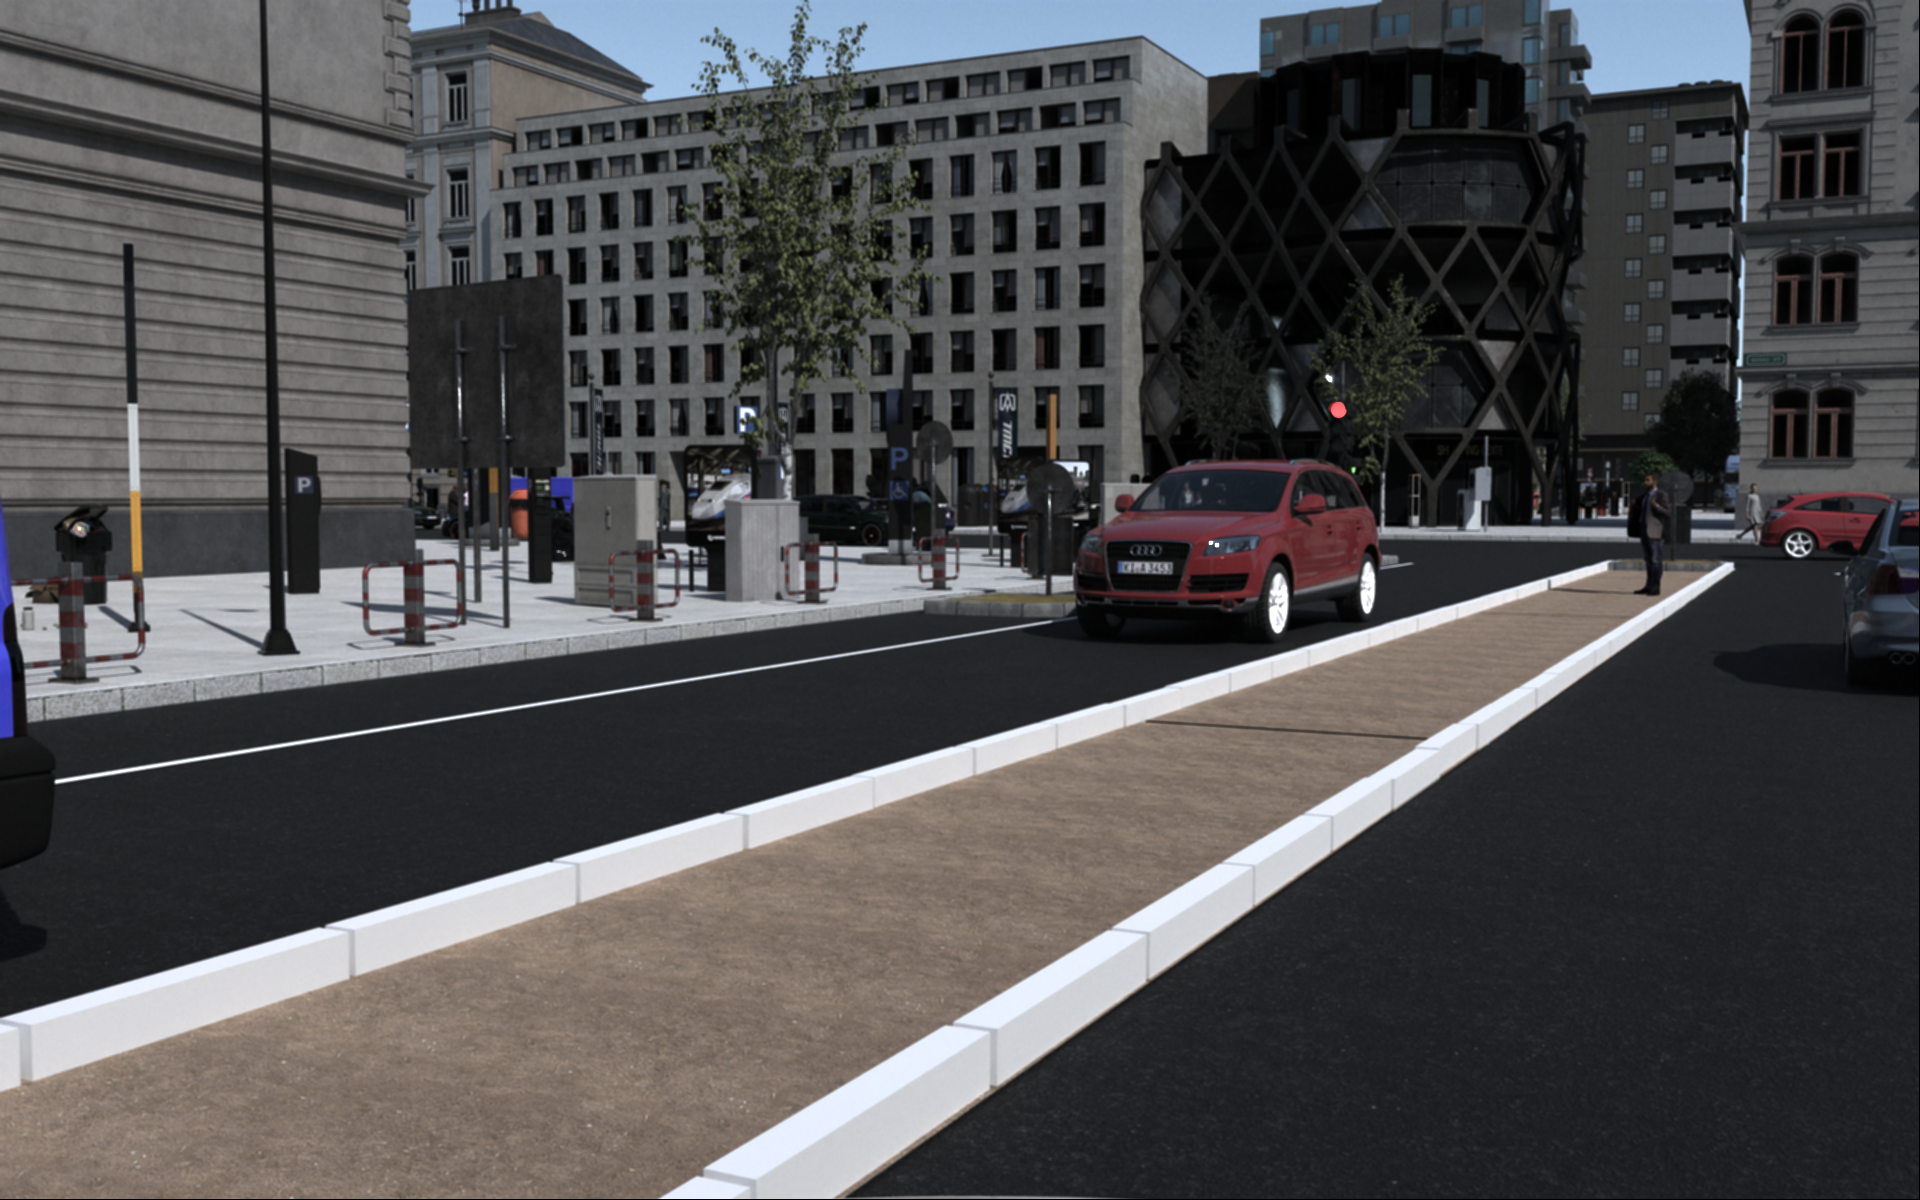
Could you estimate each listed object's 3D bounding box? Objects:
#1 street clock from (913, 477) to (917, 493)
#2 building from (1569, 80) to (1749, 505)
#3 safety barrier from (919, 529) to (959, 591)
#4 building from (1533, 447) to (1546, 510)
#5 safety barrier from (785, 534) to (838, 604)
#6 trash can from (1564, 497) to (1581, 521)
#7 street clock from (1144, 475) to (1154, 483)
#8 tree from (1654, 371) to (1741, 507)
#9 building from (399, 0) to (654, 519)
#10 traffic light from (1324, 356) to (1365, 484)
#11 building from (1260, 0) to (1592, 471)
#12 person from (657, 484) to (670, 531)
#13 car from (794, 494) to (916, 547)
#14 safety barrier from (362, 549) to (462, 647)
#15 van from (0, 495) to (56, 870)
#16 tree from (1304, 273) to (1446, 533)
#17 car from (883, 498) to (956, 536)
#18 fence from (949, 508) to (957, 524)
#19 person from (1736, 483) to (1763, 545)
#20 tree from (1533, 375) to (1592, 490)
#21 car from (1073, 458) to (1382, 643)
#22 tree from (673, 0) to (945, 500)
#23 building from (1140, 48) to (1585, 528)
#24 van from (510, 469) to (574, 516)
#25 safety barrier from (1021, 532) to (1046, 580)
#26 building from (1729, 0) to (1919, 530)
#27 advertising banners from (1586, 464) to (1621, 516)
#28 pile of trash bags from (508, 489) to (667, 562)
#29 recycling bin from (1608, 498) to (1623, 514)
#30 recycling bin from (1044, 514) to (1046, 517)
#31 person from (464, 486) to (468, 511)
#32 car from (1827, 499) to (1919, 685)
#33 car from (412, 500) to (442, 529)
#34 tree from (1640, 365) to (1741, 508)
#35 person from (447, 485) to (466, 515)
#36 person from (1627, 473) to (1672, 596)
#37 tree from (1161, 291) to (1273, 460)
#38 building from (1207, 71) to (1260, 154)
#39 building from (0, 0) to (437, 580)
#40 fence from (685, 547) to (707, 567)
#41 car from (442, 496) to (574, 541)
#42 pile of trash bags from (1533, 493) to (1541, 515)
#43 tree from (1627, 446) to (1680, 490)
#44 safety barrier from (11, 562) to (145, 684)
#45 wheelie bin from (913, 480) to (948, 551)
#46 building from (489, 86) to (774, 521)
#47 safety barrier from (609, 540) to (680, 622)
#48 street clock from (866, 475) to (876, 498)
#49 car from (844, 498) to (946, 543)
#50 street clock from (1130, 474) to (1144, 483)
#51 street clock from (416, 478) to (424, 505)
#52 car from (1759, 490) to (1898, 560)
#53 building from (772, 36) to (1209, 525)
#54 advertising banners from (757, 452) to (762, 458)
[{"bbox_3d":[-2.048,-4.163,72.627,0.471,2.002,0.358,2,4,32],"label":"street clock"},{"bbox_3d":[88.516,-38.832,224.142,27.495,52.752,28.713,2,4,27],"label":"building"},{"bbox_3d":[-0.276,-0.541,23.117,0.300,0.817,1.120,2,4,27],"label":"safety barrier"},{"bbox_3d":[31.634,-18.065,140.400,27.650,21.520,28.899,2,4,27],"label":"building"},{"bbox_3d":[-1.731,-0.367,20.276,0.300,0.817,1.120,2,4,27],"label":"safety barrier"},{"bbox_3d":[28.811,-4.272,81.505,0.748,1.137,0.748,0,3,0],"label":"trash can"},{"bbox_3d":[7.185,-3.775,66.299,0.471,2.002,0.358,1,4,11],"label":"street clock"},{"bbox_3d":[74.066,-15.969,171.465,12.009,13.543,11.850,0,3,0],"label":"tree"},{"bbox_3d":[-29.402,-19.052,97.404,20.117,28.700,13.634,2,4,27],"label":"building"},{"bbox_3d":[7.778,-2.833,35.239,0.839,4.253,0.868,2,4,27],"label":"traffic light"},{"bbox_3d":[44.556,-33.605,169.047,30.456,49.044,23.786,2,4,27],"label":"building"},{"bbox_3d":[-11.501,-3.553,66.773,0.590,1.801,0.661,0,4,7],"label":"person"},{"bbox_3d":[-3.051,-2.316,47.661,4.222,1.686,2.009,2,4,28],"label":"car"},{"bbox_3d":[-4.607,-0.021,14.618,0.300,0.817,1.120,2,4,27],"label":"safety barrier"},{"bbox_3d":[-4.650,0.076,3.150,2.240,2.365,5.245,2,4,28],"label":"van"},{"bbox_3d":[13.807,-6.547,57.402,4.737,8.622,4.395,0,3,0],"label":"tree"},{"bbox_3d":[-2.154,-2.575,54.676,3.894,1.354,1.945,2,4,27],"label":"car"},{"bbox_3d":[-0.642,-3.622,70.425,2.264,1.192,0.480,0,4,-5],"label":"fence"},{"bbox_3d":[22.328,-2.424,48.880,0.760,1.731,0.466,2,4,28],"label":"person"},{"bbox_3d":[36.084,-9.452,104.903,4.737,8.622,4.395,0,3,0],"label":"tree"},{"bbox_3d":[2.985,-0.603,18.537,2.281,1.827,5.304,2,4,29],"label":"car"},{"bbox_3d":[-2.527,-4.656,26.482,4.737,8.622,4.395,0,3,0],"label":"tree"},{"bbox_3d":[18.002,-12.668,74.578,16.811,18.784,16.820,2,4,27],"label":"building"},{"bbox_3d":[-15.307,-3.557,62.537,5.245,2.365,2.240,2,4,28],"label":"van"},{"bbox_3d":[1.162,-0.714,25.952,0.300,0.817,1.120,2,4,27],"label":"safety barrier"},{"bbox_3d":[40.259,-16.747,61.205,23.554,28.519,14.401,2,4,27],"label":"building"},{"bbox_3d":[37.436,-6.403,100.873,2.074,3.025,0.090,3,5,42],"label":"advertising banners"},{"bbox_3d":[-7.249,-1.414,32.864,1.912,1.369,3.447,2,4,29],"label":"pile of trash bags"},{"bbox_3d":[41.796,-5.979,110.314,0.722,1.027,0.722,-2,4,-33],"label":"recycling bin"},{"bbox_3d":[1.371,-1.239,32.806,0.722,1.027,0.722,-1,4,-8],"label":"recycling bin"},{"bbox_3d":[-16.672,-3.018,58.780,0.756,1.711,0.436,-1,4,-19],"label":"person"},{"bbox_3d":[8.039,-0.111,13.824,2.014,1.417,4.499,2,4,26],"label":"car"},{"bbox_3d":[-23.221,-3.740,70.929,4.222,1.686,2.009,2,4,26],"label":"car"},{"bbox_3d":[65.335,-14.514,154.315,9.611,12.733,9.660,0,3,0],"label":"tree"},{"bbox_3d":[-16.622,-2.937,57.200,0.565,1.739,0.600,3,5,43],"label":"person"},{"bbox_3d":[9.690,-0.923,24.412,0.431,1.722,0.655,0,4,-8],"label":"person"},{"bbox_3d":[9.323,-6.840,62.190,4.360,8.622,3.978,0,3,0],"label":"tree"},{"bbox_3d":[26.598,-32.614,183.346,14.200,45.320,14.600,2,4,27],"label":"building"},{"bbox_3d":[-20.285,-12.341,30.658,19.941,23.489,11.050,2,4,27],"label":"building"},{"bbox_3d":[-4.487,-1.250,31.648,0.480,1.192,2.264,0,4,6],"label":"fence"},{"bbox_3d":[-13.383,-2.543,51.370,4.222,1.686,2.009,2,4,26],"label":"car"},{"bbox_3d":[37.290,-6.098,109.453,3.447,1.369,1.912,-2,4,-31],"label":"pile of trash bags"},{"bbox_3d":[46.890,-8.151,116.976,4.285,4.588,4.351,0,3,0],"label":"tree"},{"bbox_3d":[-6.045,0.152,11.790,0.300,0.817,1.120,2,4,27],"label":"safety barrier"},{"bbox_3d":[-0.711,-1.928,39.424,0.693,1.594,0.980,1,4,22],"label":"wheelie bin"},{"bbox_3d":[-13.624,-14.242,87.613,16.860,20.320,10.420,2,4,27],"label":"building"},{"bbox_3d":[-3.170,-0.194,17.448,0.300,0.817,1.120,2,4,27],"label":"safety barrier"},{"bbox_3d":[-3.361,-3.708,65.191,0.358,2.002,0.471,-1,4,-23],"label":"street clock"},{"bbox_3d":[-2.415,-2.280,49.854,3.894,1.354,1.945,2,4,27],"label":"car"},{"bbox_3d":[6.417,-3.606,63.532,0.358,2.002,0.471,2,4,24],"label":"street clock"},{"bbox_3d":[-24.810,-4.589,79.595,0.358,2.002,0.471,-1,4,-20],"label":"street clock"},{"bbox_3d":[19.807,-1.744,37.555,4.494,1.783,2.155,2,4,26],"label":"car"},{"bbox_3d":[1.539,-13.733,79.290,16.860,20.320,10.420,2,4,27],"label":"building"},{"bbox_3d":[-9.105,-4.569,70.894,2.074,3.025,0.090,1,4,10],"label":"advertising banners"}]
